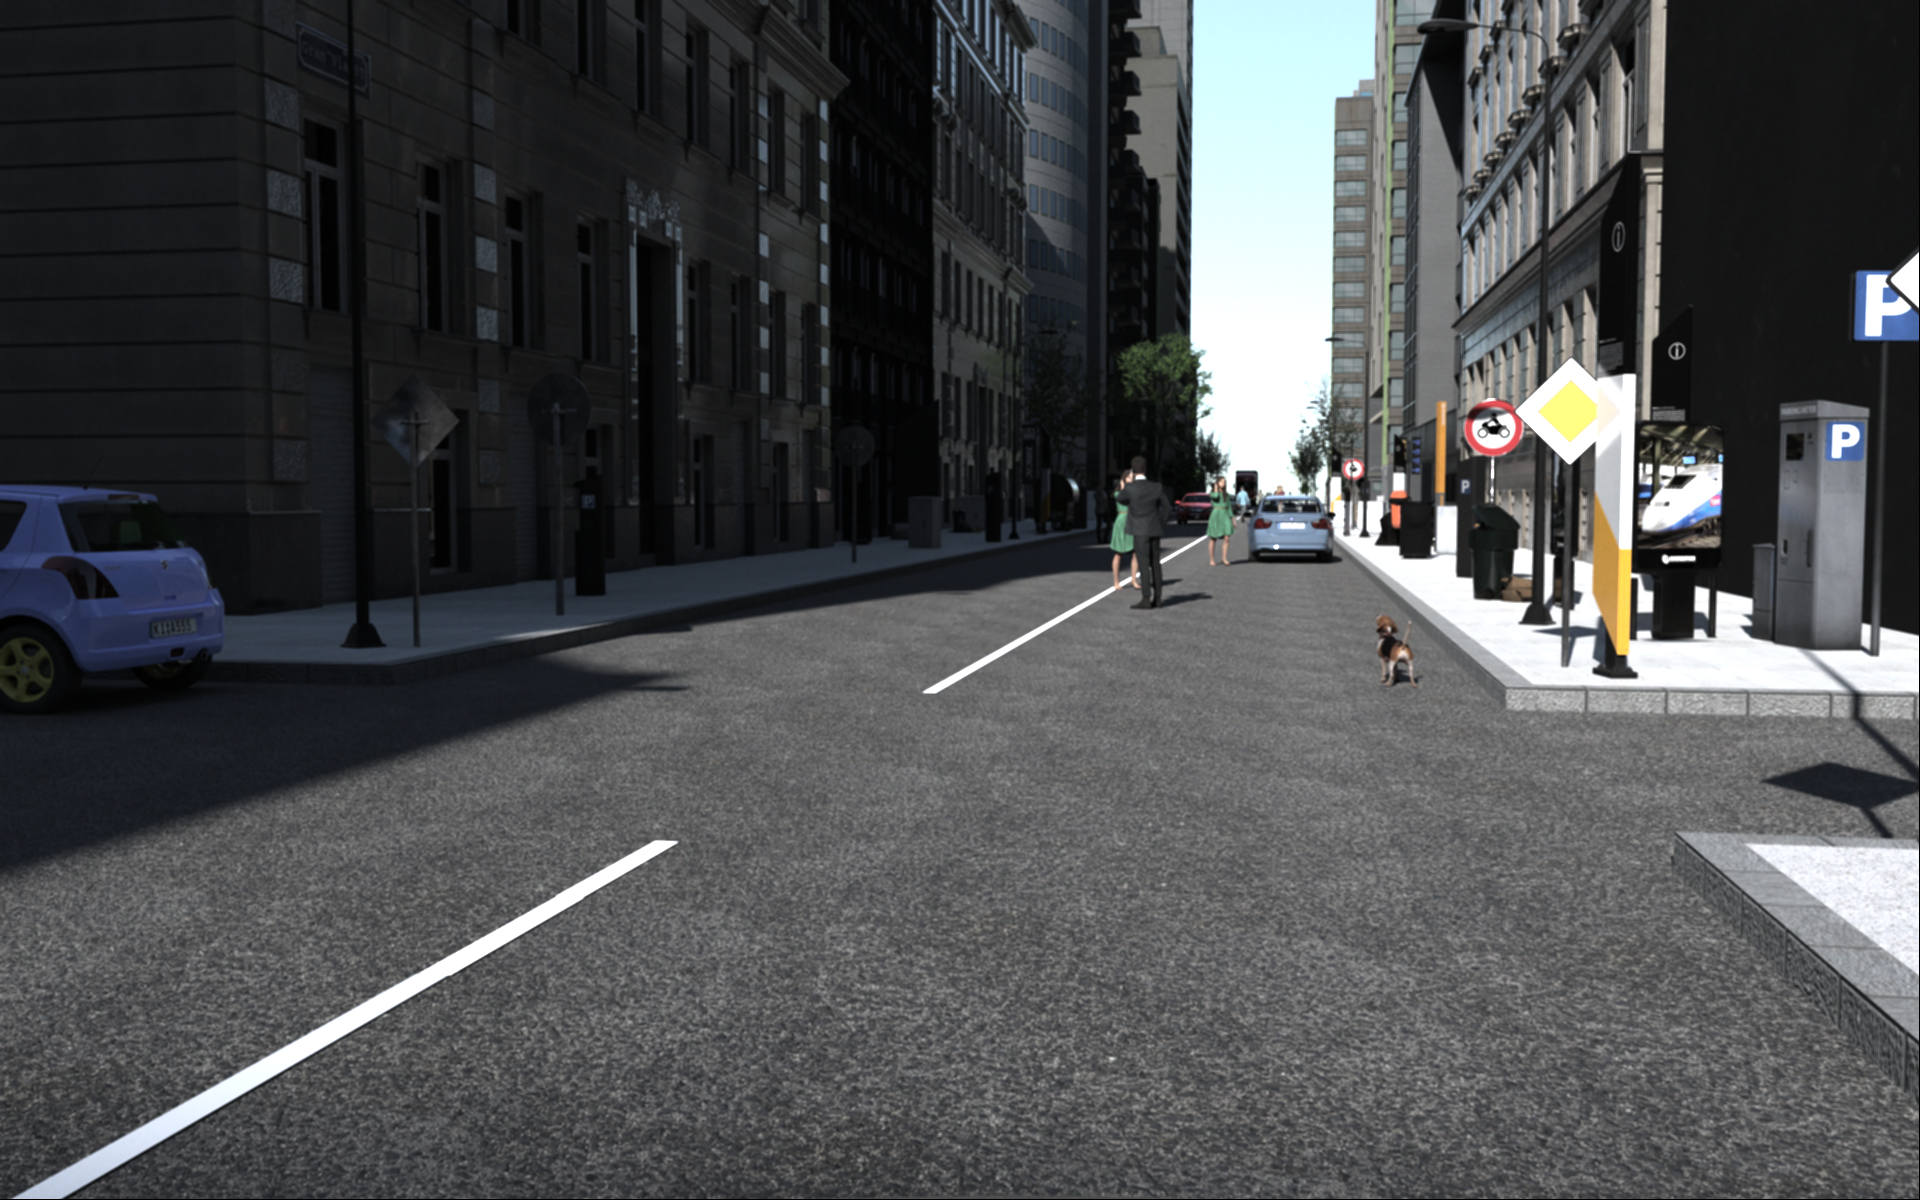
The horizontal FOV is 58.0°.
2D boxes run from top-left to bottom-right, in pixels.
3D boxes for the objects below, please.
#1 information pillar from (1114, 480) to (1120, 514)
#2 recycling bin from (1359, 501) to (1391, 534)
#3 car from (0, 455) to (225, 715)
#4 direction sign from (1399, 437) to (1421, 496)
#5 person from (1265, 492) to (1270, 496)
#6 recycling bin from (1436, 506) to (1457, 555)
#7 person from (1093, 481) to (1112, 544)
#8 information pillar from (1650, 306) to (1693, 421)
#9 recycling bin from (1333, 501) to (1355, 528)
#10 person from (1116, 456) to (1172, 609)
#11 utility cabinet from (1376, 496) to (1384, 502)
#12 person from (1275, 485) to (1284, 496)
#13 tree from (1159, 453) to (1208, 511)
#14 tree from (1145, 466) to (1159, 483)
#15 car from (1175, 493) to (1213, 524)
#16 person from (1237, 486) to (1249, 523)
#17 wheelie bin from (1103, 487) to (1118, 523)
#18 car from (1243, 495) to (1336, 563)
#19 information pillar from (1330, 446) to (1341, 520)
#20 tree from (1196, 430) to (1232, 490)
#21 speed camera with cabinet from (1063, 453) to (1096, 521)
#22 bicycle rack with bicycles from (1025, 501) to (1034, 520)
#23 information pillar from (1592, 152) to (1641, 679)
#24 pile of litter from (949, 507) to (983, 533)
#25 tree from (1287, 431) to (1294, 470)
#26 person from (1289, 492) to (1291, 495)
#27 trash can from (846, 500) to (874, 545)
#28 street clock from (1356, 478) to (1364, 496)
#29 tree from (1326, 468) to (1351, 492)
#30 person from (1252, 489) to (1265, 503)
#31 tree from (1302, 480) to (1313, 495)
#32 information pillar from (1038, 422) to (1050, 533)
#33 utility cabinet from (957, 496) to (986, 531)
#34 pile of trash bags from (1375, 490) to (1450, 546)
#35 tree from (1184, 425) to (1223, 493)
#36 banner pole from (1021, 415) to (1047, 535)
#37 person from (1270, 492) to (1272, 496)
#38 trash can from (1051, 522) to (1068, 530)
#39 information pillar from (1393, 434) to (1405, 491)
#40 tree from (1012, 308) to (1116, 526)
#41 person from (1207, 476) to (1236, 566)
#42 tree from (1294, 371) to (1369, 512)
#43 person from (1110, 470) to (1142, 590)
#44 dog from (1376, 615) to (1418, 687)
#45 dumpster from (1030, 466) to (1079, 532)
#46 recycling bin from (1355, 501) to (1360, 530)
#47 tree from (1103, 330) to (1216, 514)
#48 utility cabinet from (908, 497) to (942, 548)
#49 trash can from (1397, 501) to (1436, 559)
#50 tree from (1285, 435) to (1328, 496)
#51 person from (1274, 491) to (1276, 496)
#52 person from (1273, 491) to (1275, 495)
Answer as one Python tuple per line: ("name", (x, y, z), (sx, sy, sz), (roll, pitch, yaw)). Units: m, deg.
("information pillar", (7.961, -5.078, 87.516), (0.304, 2.012, 0.304), (-3, 5, -40))
("recycling bin", (13.528, -2.667, 56.156), (0.722, 1.027, 0.722), (3, 5, 41))
("car", (-7.189, -0.159, 12.199), (3.694, 1.707, 1.945), (1, 4, 9))
("direction sign", (17.839, -4.700, 68.847), (0.876, 3.537, 0.379), (1, 4, 20))
("person", (36.566, -12.055, 206.304), (0.721, 1.736, 1.217), (-2, 4, -32))
("recycling bin", (10.592, -1.474, 36.658), (0.722, 1.027, 0.722), (-2, 4, -25))
("person", (4.114, -2.517, 49.834), (0.592, 1.802, 0.473), (-2, 4, -31))
("information pillar", (8.936, -1.862, 21.792), (0.183, 3.616, 0.504), (-3, 5, -43))
("recycling bin", (14.602, -3.247, 65.643), (0.722, 1.027, 0.722), (2, 4, 29))
("person", (2.283, -0.844, 21.663), (0.648, 1.900, 0.474), (-2, 4, -29))
("utility cabinet", (16.729, -3.541, 69.059), (0.306, 1.237, 1.020), (1, 4, 12))
("person", (14.269, -4.212, 77.341), (0.573, 1.828, 0.580), (-1, 4, -22))
("tree", (19.859, -10.207, 150.605), (4.285, 4.588, 4.351), (0, 3, 0))
("tree", (10.980, -6.706, 104.243), (1.663, 3.219, 1.824), (0, 3, 0))
("car", (11.406, -4.509, 82.755), (2.155, 1.783, 4.494), (1, 4, 12))
("person", (13.981, -4.744, 85.927), (0.748, 1.841, 0.638), (-3, 5, -39))
("wheelie bin", (6.821, -4.290, 78.052), (0.980, 1.594, 0.693), (0, 4, -5))
("car", (7.111, -1.552, 37.385), (2.014, 1.417, 4.499), (1, 4, 10))
("information pillar", (18.439, -5.725, 84.962), (0.504, 3.616, 0.183), (-1, 4, -12))
("tree", (29.312, -15.249, 199.691), (4.737, 8.622, 4.395), (0, 3, 0))
("speed camera with cabinet", (5.550, -5.467, 83.722), (2.038, 3.252, 0.660), (-1, 4, -22))
("bicycle rack with bicycles", (3.752, -4.502, 86.991), (2.852, 0.926, 2.925), (-1, 4, -12))
("information pillar", (4.612, -1.274, 12.178), (0.183, 3.616, 0.504), (0, 4, -1))
("pile of litter", (0.200, -2.697, 58.062), (1.176, 0.858, 1.719), (0, 4, 3))
("tree", (36.803, -14.286, 183.934), (4.360, 8.622, 3.978), (0, 3, 0))
("person", (36.969, -11.323, 194.436), (0.445, 1.727, 0.742), (0, 4, -8))
("trash can", (-2.540, -1.973, 43.911), (0.748, 1.137, 0.748), (0, 3, 0))
("street clock", (18.264, -4.536, 78.736), (0.471, 2.002, 0.358), (-1, 4, -9))
("tree", (23.718, -7.013, 109.271), (1.663, 3.219, 1.824), (0, 3, 0))
("person", (24.692, -8.194, 142.477), (1.348, 1.824, 0.705), (2, 4, 29))
("tree", (43.265, -13.635, 217.535), (1.663, 3.219, 1.824), (0, 3, 0))
("information pillar", (2.766, -3.982, 56.460), (0.183, 3.616, 0.504), (-2, 4, -29))
("utility cabinet", (0.409, -3.014, 60.443), (1.020, 1.237, 0.306), (1, 4, 13))
("pile of trash bags", (11.221, -2.034, 43.013), (1.912, 1.369, 3.447), (2, 4, 25))
("tree", (27.012, -14.668, 190.176), (4.360, 8.622, 3.978), (0, 3, 0))
("banner pole", (2.337, -3.960, 54.760), (0.863, 3.779, 0.401), (-1, 4, -17))
("person", (41.231, -13.555, 230.648), (0.617, 1.759, 0.750), (-3, 5, -40))
("trash can", (3.533, -3.035, 61.270), (0.748, 1.137, 0.748), (0, 3, 0))
("information pillar", (17.130, -4.665, 67.624), (0.504, 3.616, 0.183), (-2, 4, -25))
("tree", (3.876, -7.219, 68.399), (4.737, 8.622, 4.395), (0, 3, 0))
("person", (5.210, -1.587, 34.696), (0.600, 1.795, 0.529), (-2, 4, -27))
("tree", (22.194, -9.346, 103.176), (4.360, 8.622, 3.978), (0, 3, 0))
("person", (2.513, -1.053, 25.959), (0.600, 1.795, 0.529), (-2, 4, -34))
("dog", (3.262, 0.383, 13.024), (0.406, 0.507, 0.540), (-3, 5, -43))
("dumpster", (3.237, -3.476, 59.325), (1.502, 2.255, 1.985), (1, 4, 10))
("recycling bin", (14.525, -2.979, 61.262), (0.722, 1.027, 0.722), (2, 4, 29))
("tree", (12.602, -11.242, 109.570), (9.928, 11.665, 9.643), (0, 3, 0))
("utility cabinet", (-0.849, -1.843, 41.288), (0.306, 1.237, 1.020), (-2, 4, -35))
("trash can", (9.042, -1.390, 34.372), (0.748, 1.137, 0.748), (0, 3, 0))
("tree", (44.361, -16.757, 224.342), (4.737, 8.622, 4.395), (0, 3, 0))
("person", (33.788, -10.802, 185.823), (0.721, 1.736, 1.217), (1, 4, 20))
("person", (43.170, -14.004, 237.455), (1.348, 1.826, 0.705), (2, 4, 30))
